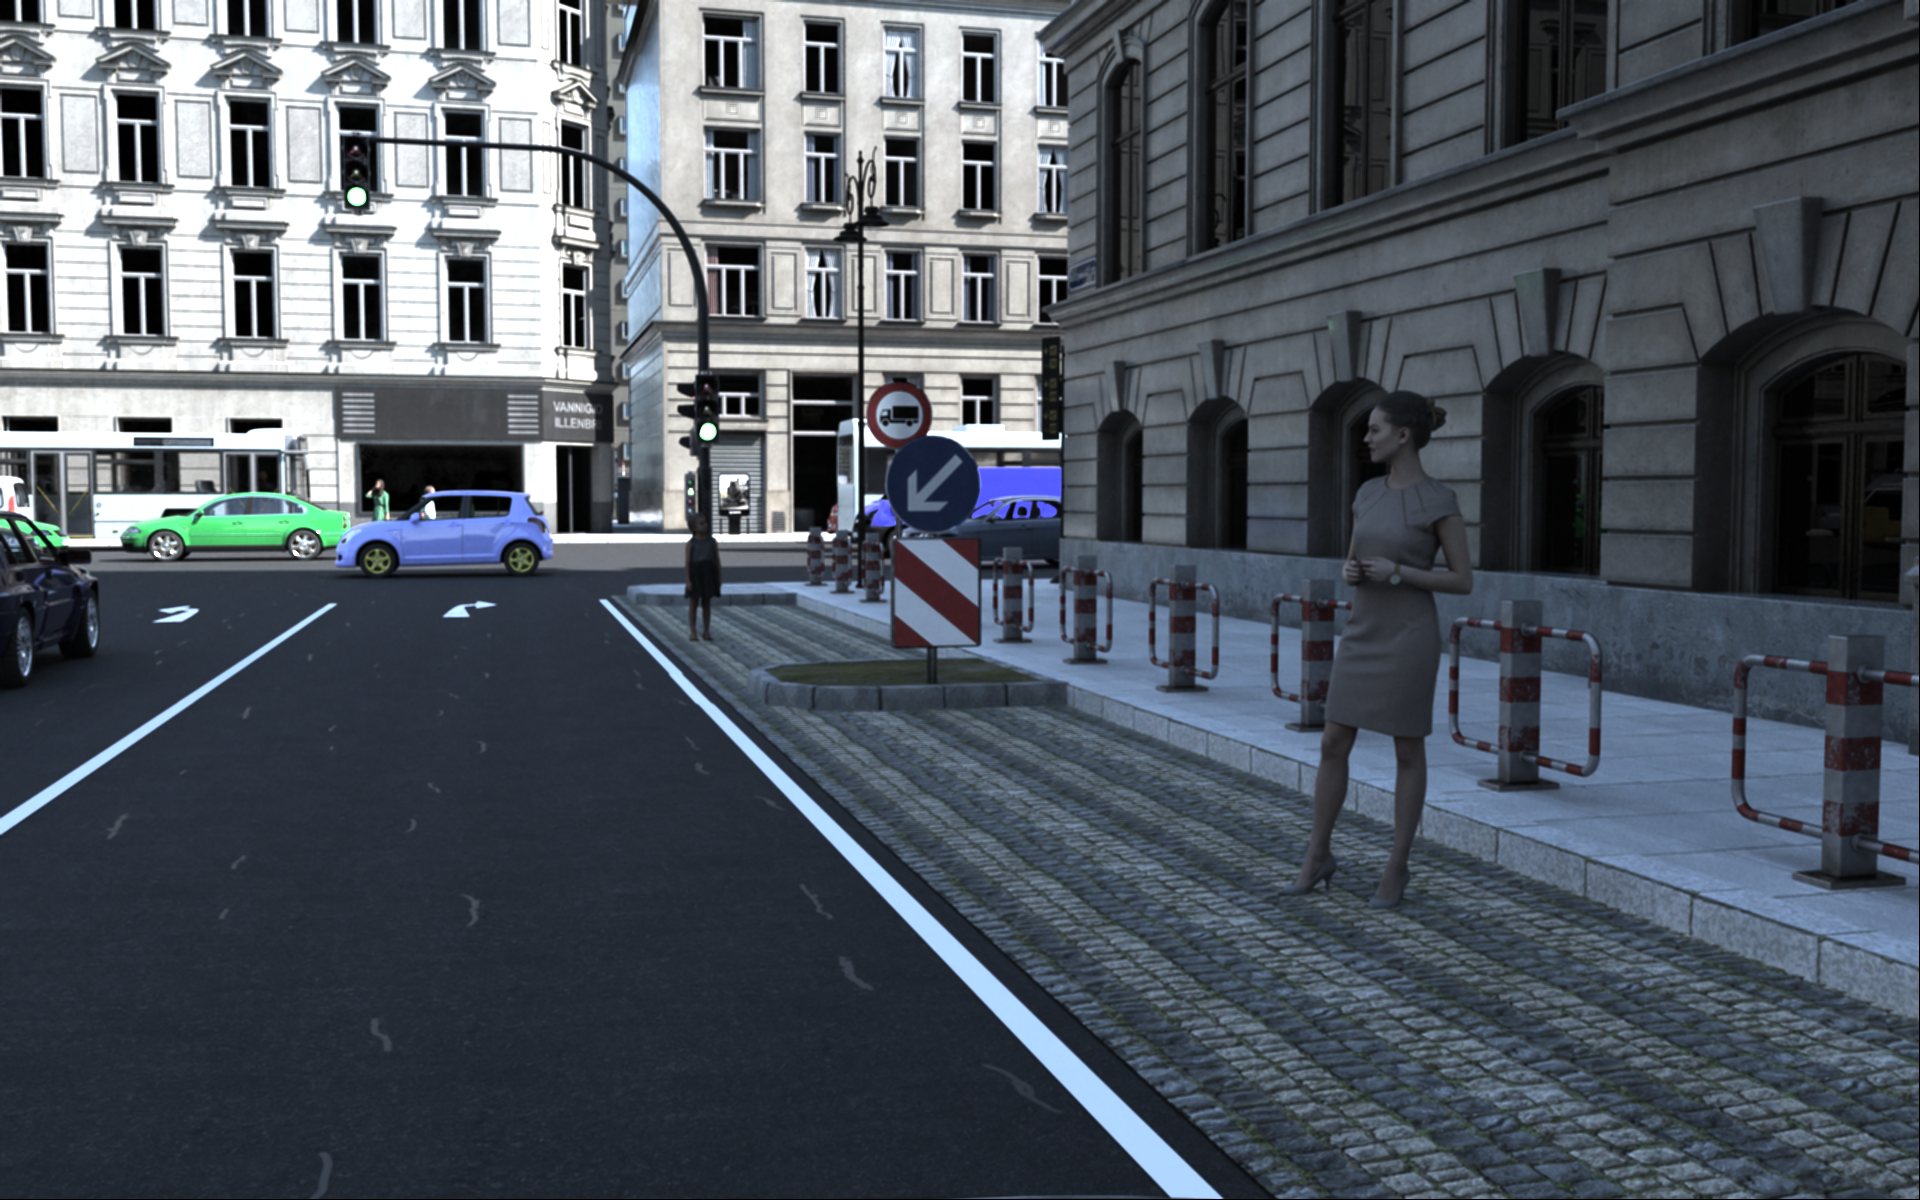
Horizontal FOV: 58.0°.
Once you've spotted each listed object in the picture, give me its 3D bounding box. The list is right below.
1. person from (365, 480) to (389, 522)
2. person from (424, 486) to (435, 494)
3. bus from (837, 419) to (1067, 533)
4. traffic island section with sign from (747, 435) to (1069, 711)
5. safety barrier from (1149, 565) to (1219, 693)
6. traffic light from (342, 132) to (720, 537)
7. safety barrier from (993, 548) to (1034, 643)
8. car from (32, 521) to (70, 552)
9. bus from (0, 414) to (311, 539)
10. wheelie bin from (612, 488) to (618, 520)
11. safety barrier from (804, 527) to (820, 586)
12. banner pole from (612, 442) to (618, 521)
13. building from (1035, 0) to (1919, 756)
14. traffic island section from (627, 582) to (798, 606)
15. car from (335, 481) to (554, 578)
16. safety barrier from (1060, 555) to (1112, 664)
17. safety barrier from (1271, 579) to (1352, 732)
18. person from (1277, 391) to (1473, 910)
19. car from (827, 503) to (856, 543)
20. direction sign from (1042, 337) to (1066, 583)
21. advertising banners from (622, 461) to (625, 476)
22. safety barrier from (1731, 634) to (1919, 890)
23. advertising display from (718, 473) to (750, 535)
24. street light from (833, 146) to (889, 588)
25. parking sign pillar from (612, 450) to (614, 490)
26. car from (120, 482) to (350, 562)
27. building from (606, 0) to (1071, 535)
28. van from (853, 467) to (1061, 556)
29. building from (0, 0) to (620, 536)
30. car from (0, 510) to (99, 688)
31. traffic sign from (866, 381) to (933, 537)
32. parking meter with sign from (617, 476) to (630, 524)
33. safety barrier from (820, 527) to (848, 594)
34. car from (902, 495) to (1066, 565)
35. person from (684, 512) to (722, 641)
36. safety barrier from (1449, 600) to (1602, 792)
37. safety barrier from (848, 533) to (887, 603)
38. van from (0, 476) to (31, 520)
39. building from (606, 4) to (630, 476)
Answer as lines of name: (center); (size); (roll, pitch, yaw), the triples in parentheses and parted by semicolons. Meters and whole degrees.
person: (-14.514, -2.120, 43.408); (0.600, 1.795, 0.529); (1, 4, 17)
person: (-11.367, -1.638, 37.098); (0.330, 1.601, 0.589); (-1, 4, -18)
bus: (3.573, -3.053, 44.784); (13.247, 3.499, 2.948); (-1, 4, -13)
traffic island section with sign: (-0.472, -0.228, 12.353); (1.989, 1.847, 2.006); (-1, 4, -15)
safety barrier: (1.448, 0.183, 11.276); (0.300, 0.817, 1.120); (-1, 4, -15)
traffic light: (-5.464, -2.932, 22.611); (4.771, 5.953, 1.251); (-1, 4, -15)
safety barrier: (0.456, -0.043, 14.980); (0.300, 0.817, 1.120); (-1, 4, -15)
car: (-20.118, -1.540, 33.969); (4.718, 1.807, 1.959); (-1, 4, -16)
bus: (-22.660, -3.007, 44.018); (13.247, 3.499, 2.948); (-1, 4, -16)
wheelie bin: (-16.828, -4.706, 84.845); (0.693, 1.594, 0.980); (-2, 4, -27)
safety barrier: (-2.021, -0.610, 24.253); (0.300, 0.817, 1.120); (-1, 4, -15)
banner pole: (-16.544, -5.698, 83.173); (0.401, 3.779, 0.863); (-2, 4, -27)
building: (10.691, -11.535, 7.688); (14.460, 24.649, 34.723); (-1, 4, -15)
traffic island section: (-3.424, -0.069, 23.412); (2.009, 0.180, 2.903); (-1, 4, -15)
car: (-9.056, -1.279, 30.500); (3.694, 1.707, 1.945); (-1, 4, -15)
safety barrier: (0.949, 0.070, 13.128); (0.300, 0.817, 1.120); (-1, 4, -15)
safety barrier: (1.944, 0.298, 9.411); (0.300, 0.817, 1.120); (-1, 4, -15)
person: (1.436, 0.175, 5.982); (0.374, 1.781, 0.599); (-3, 5, -40)
car: (-1.671, -2.576, 51.158); (4.494, 1.783, 2.155); (-1, 4, -16)
direction sign: (1.486, -2.013, 24.904); (0.379, 3.537, 0.876); (-3, 5, -41)
advertising banners: (-17.969, -5.952, 93.506); (0.090, 3.025, 2.074); (0, 4, 3)
safety barrier: (2.936, 0.525, 5.698); (0.300, 0.817, 1.120); (-1, 4, -15)
advertising display: (-7.037, -2.982, 53.977); (0.974, 1.923, 0.123); (-1, 4, -16)
street light: (-1.340, -3.100, 23.479); (0.468, 5.910, 1.993); (-1, 4, -15)
parking sign pillar: (-21.455, -7.091, 104.412); (1.447, 3.967, 1.447); (3, 4, 38)
car: (-15.654, -1.765, 37.653); (4.718, 1.807, 1.959); (-1, 4, -17)
building: (2.541, -14.142, 64.514); (30.059, 22.955, 16.112); (-1, 4, -15)
van: (0.170, -2.151, 39.550); (5.245, 2.365, 2.240); (-1, 4, -15)
building: (-33.386, -17.044, 55.080); (44.131, 29.872, 17.030); (-1, 4, -15)
car: (-8.131, -0.080, 13.886); (1.945, 1.354, 3.894); (-1, 4, -16)
traffic sign: (-0.693, -1.195, 19.638); (0.768, 2.556, 0.104); (-1, 4, -13)
parking meter with sign: (-14.220, -4.737, 73.714); (1.738, 3.016, 0.543); (0, 4, -6)
safety barrier: (-1.527, -0.497, 22.396); (0.300, 0.817, 1.120); (-1, 4, -15)
car: (0.960, -1.346, 34.009); (4.499, 1.417, 2.014); (-1, 4, -16)
person: (-2.497, -0.225, 16.843); (0.362, 1.253, 0.373); (-1, 4, -21)
safety barrier: (2.441, 0.411, 7.549); (0.300, 0.817, 1.120); (-1, 4, -15)
safety barrier: (-1.035, -0.383, 20.543); (0.300, 0.817, 1.120); (-1, 4, -15)
van: (-24.186, -2.063, 40.746); (4.112, 2.044, 2.013); (-1, 4, -14)
building: (-20.729, -31.598, 140.328); (21.300, 48.544, 21.600); (-1, 4, -15)
